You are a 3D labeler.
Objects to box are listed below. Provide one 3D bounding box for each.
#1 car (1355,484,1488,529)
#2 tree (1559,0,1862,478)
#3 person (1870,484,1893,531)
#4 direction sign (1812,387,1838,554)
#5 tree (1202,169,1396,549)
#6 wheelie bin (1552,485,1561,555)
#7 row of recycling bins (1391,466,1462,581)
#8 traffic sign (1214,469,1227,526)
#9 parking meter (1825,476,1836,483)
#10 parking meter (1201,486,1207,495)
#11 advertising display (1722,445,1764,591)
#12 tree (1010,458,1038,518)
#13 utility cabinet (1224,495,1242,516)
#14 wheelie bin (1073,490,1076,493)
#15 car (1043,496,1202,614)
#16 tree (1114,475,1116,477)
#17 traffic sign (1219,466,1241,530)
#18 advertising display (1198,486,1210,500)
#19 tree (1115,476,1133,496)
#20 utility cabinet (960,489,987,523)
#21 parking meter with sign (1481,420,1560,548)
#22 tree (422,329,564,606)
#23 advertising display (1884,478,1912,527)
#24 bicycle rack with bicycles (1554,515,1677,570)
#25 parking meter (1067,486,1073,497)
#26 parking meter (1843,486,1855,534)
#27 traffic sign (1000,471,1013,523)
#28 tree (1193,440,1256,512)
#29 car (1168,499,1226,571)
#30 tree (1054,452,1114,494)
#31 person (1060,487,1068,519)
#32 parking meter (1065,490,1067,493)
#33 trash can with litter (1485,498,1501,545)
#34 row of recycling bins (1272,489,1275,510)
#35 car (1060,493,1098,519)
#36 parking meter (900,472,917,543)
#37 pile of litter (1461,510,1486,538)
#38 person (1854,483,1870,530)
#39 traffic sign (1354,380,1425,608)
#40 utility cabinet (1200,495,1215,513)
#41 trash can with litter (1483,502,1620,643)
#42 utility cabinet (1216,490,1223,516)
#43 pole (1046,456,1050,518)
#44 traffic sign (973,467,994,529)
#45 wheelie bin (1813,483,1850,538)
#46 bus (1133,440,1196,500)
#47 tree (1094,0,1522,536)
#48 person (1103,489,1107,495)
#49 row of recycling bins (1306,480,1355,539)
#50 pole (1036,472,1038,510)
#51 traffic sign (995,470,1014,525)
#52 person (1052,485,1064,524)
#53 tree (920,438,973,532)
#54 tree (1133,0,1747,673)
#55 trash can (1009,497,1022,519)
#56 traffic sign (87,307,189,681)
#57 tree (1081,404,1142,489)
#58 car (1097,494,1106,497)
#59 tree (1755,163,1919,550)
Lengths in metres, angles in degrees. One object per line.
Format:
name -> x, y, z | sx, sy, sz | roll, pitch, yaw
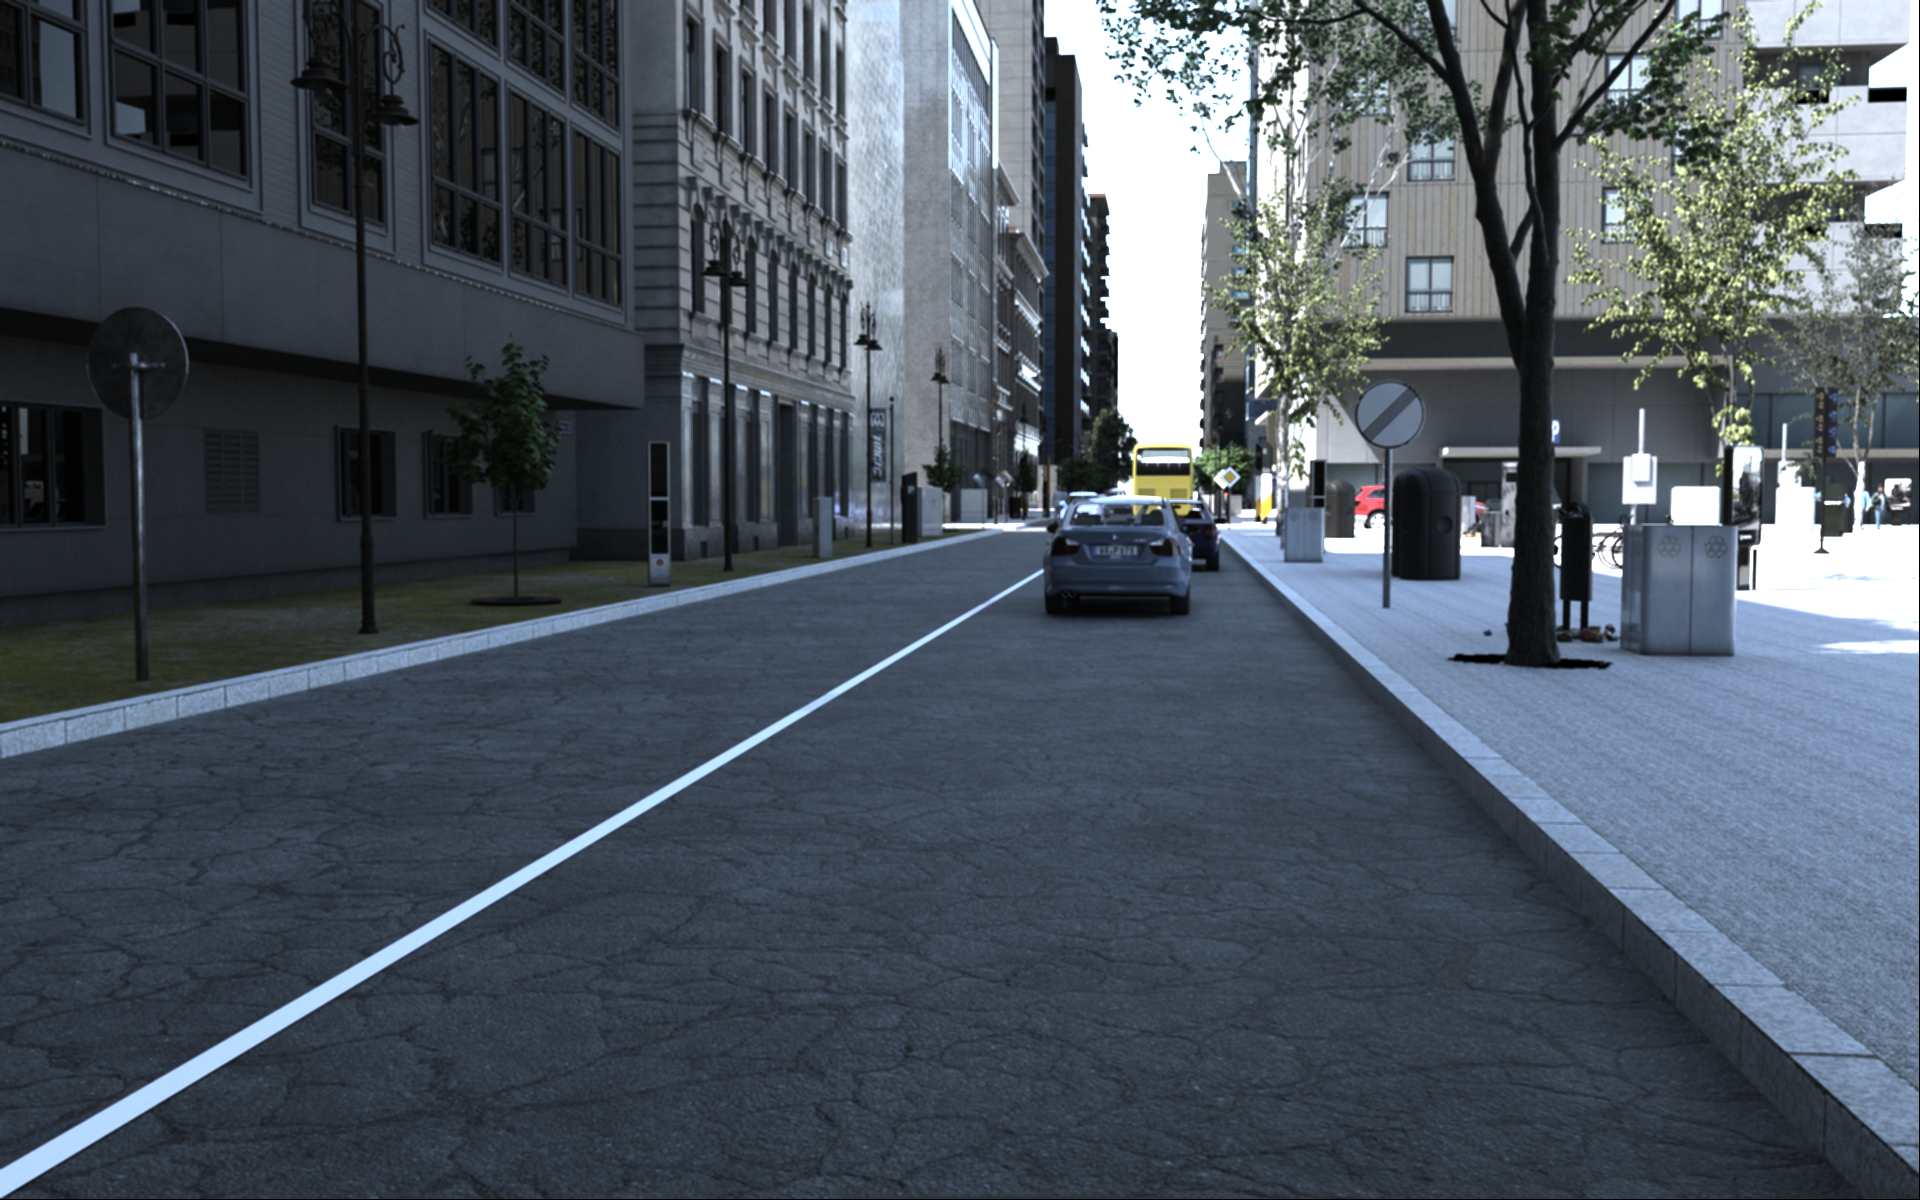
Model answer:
car -> 17.103, -3.433, 64.805 | 5.304, 1.827, 2.281 | 0, 4, 7
tree -> 11.210, -4.597, 25.524 | 4.737, 8.622, 4.395 | 0, 3, 0
person -> 33.313, -3.295, 62.723 | 0.623, 1.781, 0.721 | -2, 4, -27
direction sign -> 18.403, -2.746, 36.892 | 0.876, 3.537, 0.379 | -3, 4, -35
tree -> 7.798, -5.491, 40.137 | 4.737, 8.622, 4.395 | 0, 3, 0
wheelie bin -> 12.085, -1.736, 36.284 | 0.980, 1.594, 0.693 | -1, 4, -22
row of recycling bins -> 7.308, -1.236, 27.322 | 1.069, 1.692, 3.534 | 1, 4, 13
traffic sign -> 10.653, -4.064, 70.087 | 0.795, 2.450, 0.064 | 0, 4, 7
parking meter -> 28.540, -3.130, 56.883 | 0.399, 1.863, 0.255 | -3, 5, -41
parking meter -> 17.335, -7.168, 122.913 | 0.255, 1.863, 0.399 | -2, 4, -35
advertising display -> 10.378, -1.086, 22.971 | 0.974, 1.923, 0.123 | -3, 5, -43
tree -> 3.567, -5.949, 91.869 | 1.663, 3.219, 1.824 | 0, 3, 0
utility cabinet -> 16.300, -5.635, 103.293 | 1.020, 1.237, 0.306 | -1, 4, -14
wheelie bin -> 8.206, -7.317, 127.537 | 0.693, 1.594, 0.980 | 3, 4, 37
car -> 2.058, -0.611, 21.987 | 2.014, 1.417, 4.499 | 0, 4, 8
tree -> 11.619, -10.650, 157.842 | 4.285, 4.588, 4.351 | 0, 3, 0
traffic sign -> 9.677, -3.579, 62.162 | 0.795, 2.450, 0.064 | 0, 4, 7
advertising display -> 18.961, -7.917, 134.656 | 0.974, 1.923, 0.123 | -1, 4, -15
tree -> 24.978, -19.105, 262.723 | 4.360, 8.622, 3.978 | 0, 3, 0
utility cabinet -> 0.607, -4.148, 76.497 | 1.173, 1.500, 0.318 | 0, 4, -6
parking meter with sign -> 13.268, -2.746, 41.152 | 1.738, 3.016, 0.543 | 3, 5, 42
tree -> -5.163, -1.575, 20.347 | 1.663, 3.219, 1.824 | 0, 3, 0
advertising display -> 37.045, -3.868, 68.458 | 0.974, 1.923, 0.123 | 2, 4, 24
bicycle rack with bicycles -> 11.722, -0.984, 29.477 | 2.925, 0.926, 2.852 | 2, 4, 28
parking meter -> 7.572, -6.930, 119.021 | 0.399, 1.863, 0.255 | 1, 4, 12
parking meter -> 28.838, -2.927, 56.272 | 0.372, 1.533, 0.369 | 0, 3, 0
traffic sign -> 2.038, -4.512, 75.901 | 0.606, 2.300, 0.079 | 1, 4, 9
tree -> 16.292, -7.773, 110.800 | 4.285, 4.588, 4.351 | 0, 3, 0
car -> 4.202, -1.296, 33.762 | 1.945, 1.354, 3.894 | 1, 4, 9
tree -> 8.896, -9.153, 133.369 | 4.285, 4.588, 4.351 | 0, 3, 0
person -> 5.305, -4.882, 88.540 | 0.478, 1.798, 0.641 | 3, 5, 44
parking meter -> 7.597, -6.933, 121.762 | 0.372, 1.533, 0.369 | 0, 3, 0
trash can with litter -> 13.802, -2.004, 44.151 | 0.624, 1.170, 1.055 | 0, 4, -4
row of recycling bins -> 25.477, -8.292, 142.682 | 1.069, 1.692, 3.534 | 1, 4, 12
car -> 5.300, -3.973, 74.546 | 1.945, 1.707, 3.694 | 0, 4, 8
parking meter -> -1.345, -2.443, 45.651 | 0.399, 1.863, 0.255 | -1, 4, -22
pile of litter -> 15.370, -2.224, 50.321 | 1.719, 0.858, 1.176 | 2, 4, 34
person -> 32.152, -3.265, 61.752 | 0.748, 1.841, 0.638 | -2, 4, -27
traffic sign -> 4.814, -1.185, 19.473 | 0.768, 2.556, 0.104 | 1, 4, 10
utility cabinet -> 17.150, -6.654, 119.957 | 1.020, 1.237, 0.306 | 2, 4, 26
trash can with litter -> 5.593, -0.288, 15.765 | 1.678, 1.210, 2.233 | 0, 4, 2
utility cabinet -> 15.232, -5.670, 101.382 | 0.318, 1.500, 1.173 | 1, 4, 16
pole -> 4.760, -6.104, 93.645 | 0.158, 3.312, 0.155 | 0, 3, 0
traffic sign -> 0.852, -3.647, 63.266 | 0.795, 2.450, 0.064 | 0, 4, 7
wheelie bin -> 25.790, -2.651, 51.256 | 0.980, 1.594, 0.693 | 2, 4, 27
bus -> 9.258, -5.316, 78.471 | 2.896, 3.916, 12.252 | 0, 4, 7
tree -> 11.232, -11.982, 51.788 | 12.611, 20.169, 13.585 | 0, 3, 0
person -> 11.532, -7.818, 136.505 | 0.709, 1.800, 0.728 | 2, 4, 27
row of recycling bins -> 10.921, -2.705, 51.344 | 1.069, 1.692, 3.534 | 0, 4, 1
pole -> 6.336, -9.142, 143.318 | 0.158, 3.312, 0.155 | 0, 3, 0
traffic sign -> 1.828, -4.131, 71.191 | 0.795, 2.450, 0.064 | 0, 4, 7
person -> 4.690, -4.516, 82.213 | 0.514, 1.842, 0.818 | -2, 4, -31
tree -> -0.639, -3.973, 59.555 | 1.663, 3.219, 1.824 | 0, 3, 0
tree -> 4.134, -5.318, 12.707 | 9.928, 11.665, 9.643 | 0, 3, 0
trash can -> 2.870, -4.809, 90.281 | 0.748, 1.137, 0.748 | 0, 3, 0
traffic sign -> -5.617, -0.717, 11.823 | 0.768, 2.556, 0.104 | 1, 4, 11
tree -> 19.554, -18.629, 221.586 | 9.611, 12.733, 9.660 | 0, 3, 0
car -> 8.427, -5.847, 107.606 | 2.014, 1.417, 4.499 | 0, 4, 7
tree -> 20.476, -5.448, 39.432 | 4.360, 8.622, 3.978 | 0, 3, 0
